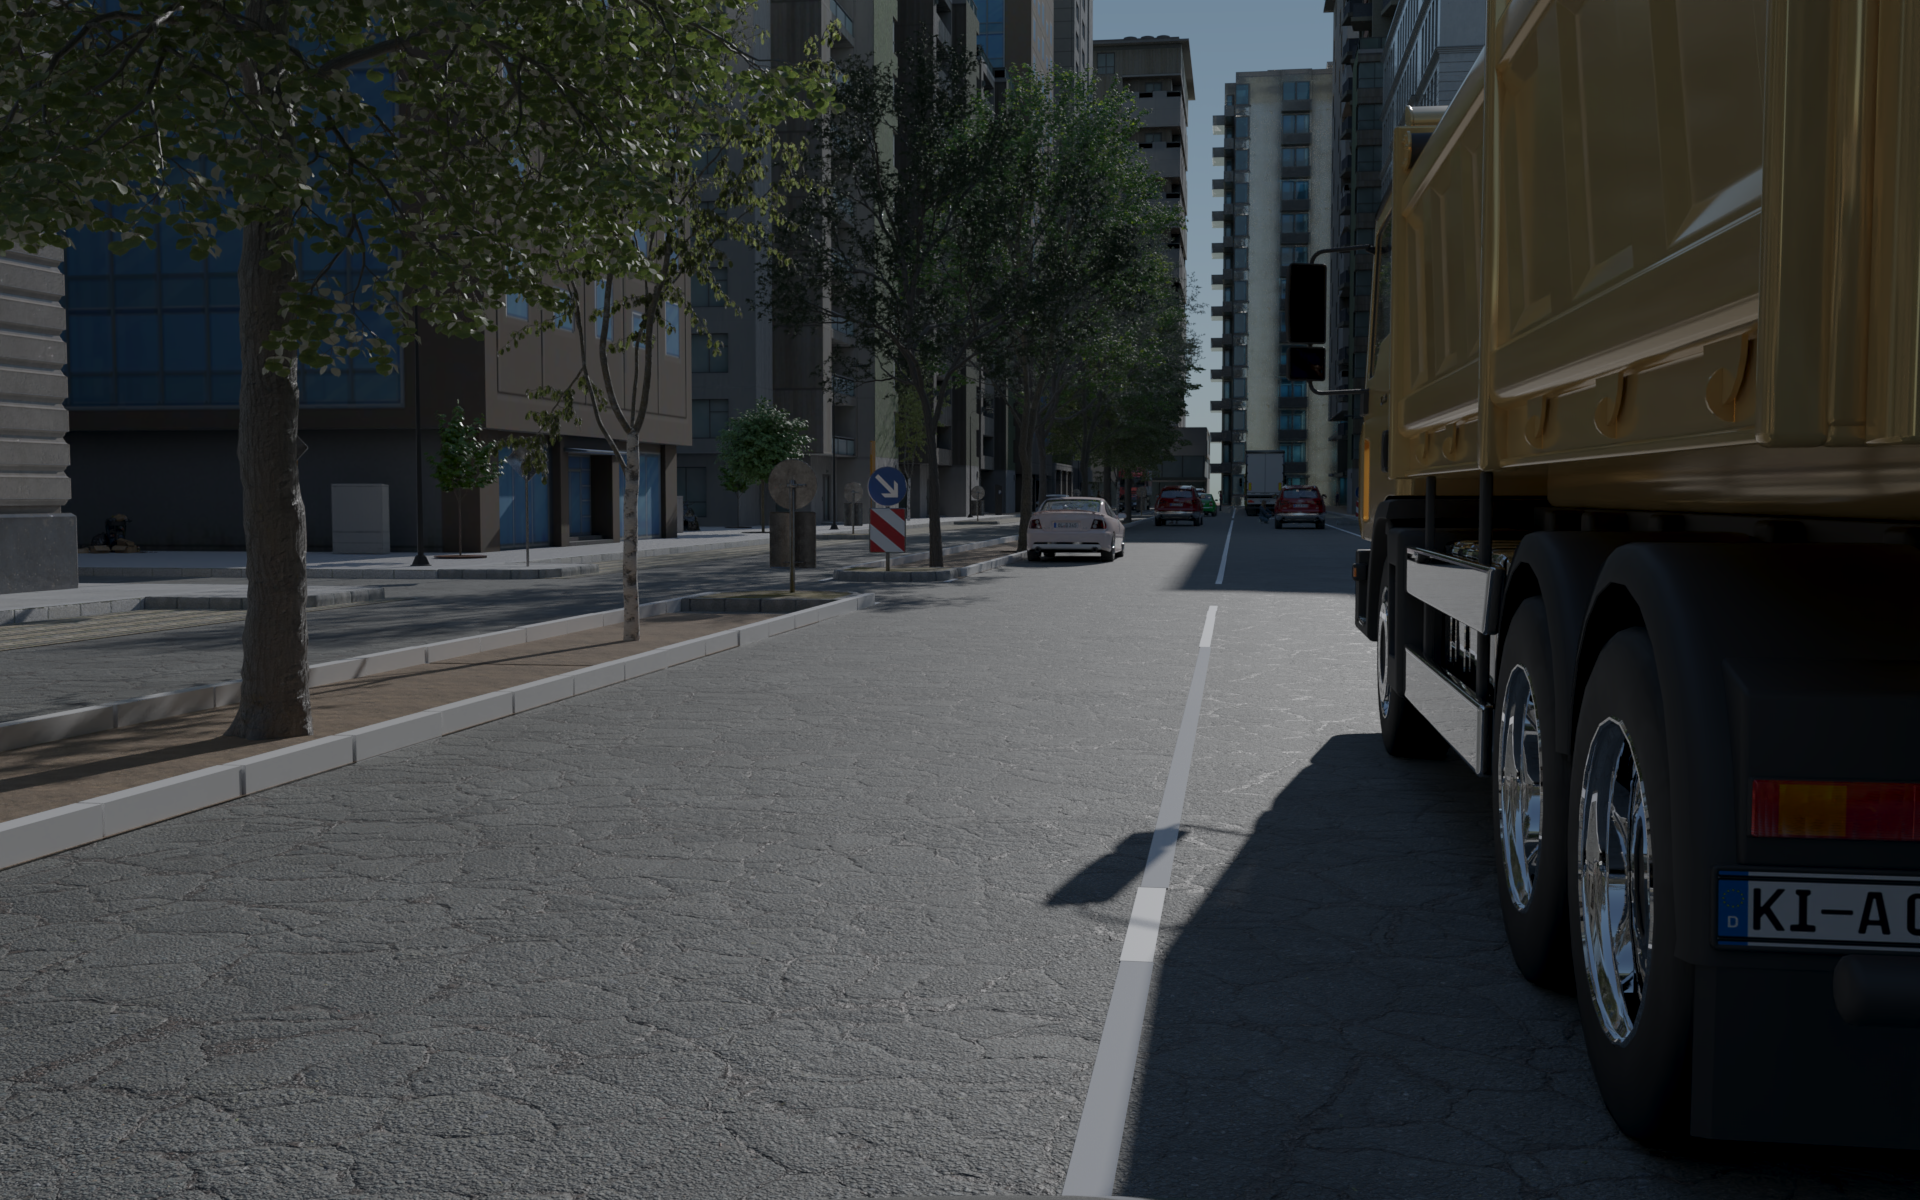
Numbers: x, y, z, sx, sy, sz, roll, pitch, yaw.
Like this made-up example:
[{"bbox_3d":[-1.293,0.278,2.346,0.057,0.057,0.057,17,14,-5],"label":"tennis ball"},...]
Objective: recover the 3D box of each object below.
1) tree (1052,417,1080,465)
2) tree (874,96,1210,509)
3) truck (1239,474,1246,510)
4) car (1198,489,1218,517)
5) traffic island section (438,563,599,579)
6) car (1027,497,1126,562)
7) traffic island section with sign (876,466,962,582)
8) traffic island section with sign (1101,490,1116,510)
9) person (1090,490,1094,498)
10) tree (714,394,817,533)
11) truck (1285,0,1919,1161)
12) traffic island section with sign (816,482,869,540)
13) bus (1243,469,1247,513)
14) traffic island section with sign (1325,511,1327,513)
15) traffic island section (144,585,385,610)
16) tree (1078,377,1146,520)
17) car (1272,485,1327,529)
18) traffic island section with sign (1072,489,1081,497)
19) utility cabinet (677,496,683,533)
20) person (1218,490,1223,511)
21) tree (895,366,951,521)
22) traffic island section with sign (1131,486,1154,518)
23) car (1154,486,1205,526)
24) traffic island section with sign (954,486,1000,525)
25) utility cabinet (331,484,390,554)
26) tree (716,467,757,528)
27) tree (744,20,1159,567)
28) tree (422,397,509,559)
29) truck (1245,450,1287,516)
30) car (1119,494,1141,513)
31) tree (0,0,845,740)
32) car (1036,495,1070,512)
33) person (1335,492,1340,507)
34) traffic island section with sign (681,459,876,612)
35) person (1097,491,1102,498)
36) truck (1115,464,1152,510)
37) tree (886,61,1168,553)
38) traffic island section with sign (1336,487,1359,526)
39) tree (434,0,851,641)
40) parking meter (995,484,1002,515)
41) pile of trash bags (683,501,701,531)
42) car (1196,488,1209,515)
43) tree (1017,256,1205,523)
[{"bbox_3d":[9.272,-12.694,157.905,4.737,8.622,4.395,0,3,0],"label":"tree"},{"bbox_3d":[2.555,-8.584,53.174,12.009,13.543,11.850,0,3,0],"label":"tree"},{"bbox_3d":[26.686,-9.709,154.661,3.469,3.379,9.791,1,4,9],"label":"truck"},{"bbox_3d":[15.573,-6.268,111.283,1.959,1.807,4.718,1,4,11],"label":"car"},{"bbox_3d":[-7.675,-0.513,30.675,2.009,0.180,2.903,1,4,9],"label":"traffic island section"},{"bbox_3d":[2.585,-1.578,38.162,2.083,1.381,4.827,1,4,10],"label":"car"},{"bbox_3d":[-1.098,-1.293,29.274,2.006,1.907,1.989,1,4,9],"label":"traffic island section with sign"},{"bbox_3d":[13.335,-9.216,159.311,1.989,1.847,2.006,1,4,9],"label":"traffic island section with sign"},{"bbox_3d":[10.392,-7.725,135.541,0.721,1.736,1.217,0,4,-6],"label":"person"},{"bbox_3d":[-6.422,-4.492,57.153,4.285,4.588,4.351,0,3,0],"label":"tree"},{"bbox_3d":[3.238,-0.691,7.226,3.469,3.379,9.791,1,4,9],"label":"truck"},{"bbox_3d":[-3.445,-2.831,54.916,1.989,1.847,2.006,1,4,9],"label":"traffic island section with sign"},{"bbox_3d":[22.803,-8.510,130.680,2.896,3.916,12.252,1,4,10],"label":"bus"},{"bbox_3d":[26.144,-7.320,128.311,1.989,1.847,2.006,1,4,9],"label":"traffic island section with sign"},{"bbox_3d":[-8.942,-0.031,22.790,2.009,0.180,2.903,1,4,9],"label":"traffic island section"},{"bbox_3d":[7.321,-7.787,80.136,4.360,8.622,3.978,0,3,0],"label":"tree"},{"bbox_3d":[14.178,-3.895,72.355,2.281,1.827,5.304,1,4,10],"label":"car"},{"bbox_3d":[8.884,-7.521,131.597,1.989,1.847,2.006,1,4,9],"label":"traffic island section with sign"},{"bbox_3d":[-9.638,-2.802,56.981,1.020,1.237,0.306,-2,4,-30],"label":"utility cabinet"},{"bbox_3d":[21.947,-8.324,145.315,0.721,1.743,1.217,1,4,15],"label":"person"},{"bbox_3d":[-2.475,-8.126,83.223,4.737,8.622,4.395,0,3,0],"label":"tree"},{"bbox_3d":[10.814,-5.831,103.466,2.006,1.907,1.989,1,4,9],"label":"traffic island section with sign"},{"bbox_3d":[9.999,-4.294,78.881,2.281,1.827,5.304,1,4,10],"label":"car"},{"bbox_3d":[0.833,-4.460,81.552,1.989,1.847,2.006,1,4,9],"label":"traffic island section with sign"},{"bbox_3d":[-12.764,-1.726,36.904,1.173,1.500,0.318,1,4,11],"label":"utility cabinet"},{"bbox_3d":[-8.424,-4.321,65.242,1.663,3.219,1.824,0,3,0],"label":"tree"},{"bbox_3d":[-0.369,-5.876,32.942,8.767,10.594,7.601,1,4,9],"label":"tree"},{"bbox_3d":[-10.052,-2.437,34.447,1.663,3.219,1.824,0,3,0],"label":"tree"},{"bbox_3d":[20.456,-7.772,115.979,2.839,4.237,11.283,1,4,10],"label":"truck"},{"bbox_3d":[13.170,-7.654,134.934,2.009,1.686,4.222,0,4,8],"label":"car"},{"bbox_3d":[-4.090,-5.487,10.301,7.486,12.596,7.792,0,3,0],"label":"tree"},{"bbox_3d":[4.981,-4.750,89.662,2.014,1.417,4.499,1,4,9],"label":"car"},{"bbox_3d":[39.140,-10.416,179.715,0.530,1.710,0.541,-1,4,-8],"label":"person"},{"bbox_3d":[-2.282,-0.846,21.961,2.006,1.907,1.989,1,4,9],"label":"traffic island section with sign"},{"bbox_3d":[12.409,-8.851,153.927,0.721,1.735,1.217,-1,4,-18],"label":"person"},{"bbox_3d":[15.629,-10.135,154.619,2.839,4.237,11.283,1,4,9],"label":"truck"},{"bbox_3d":[1.665,-6.932,41.544,9.928,11.665,9.643,0,3,0],"label":"tree"},{"bbox_3d":[18.293,-4.331,79.436,1.989,1.847,2.006,1,4,9],"label":"traffic island section with sign"},{"bbox_3d":[-3.174,-3.915,16.829,4.360,8.622,3.978,0,3,0],"label":"tree"},{"bbox_3d":[2.344,-6.061,104.816,0.399,1.863,0.255,-3,4,-38],"label":"parking meter"},{"bbox_3d":[-10.709,-3.050,59.620,1.912,1.369,3.447,3,4,38],"label":"pile of trash bags"},{"bbox_3d":[15.916,-6.676,117.825,2.281,1.827,5.304,1,4,8],"label":"car"},{"bbox_3d":[6.139,-9.315,72.882,7.486,12.596,7.792,0,3,0],"label":"tree"}]
